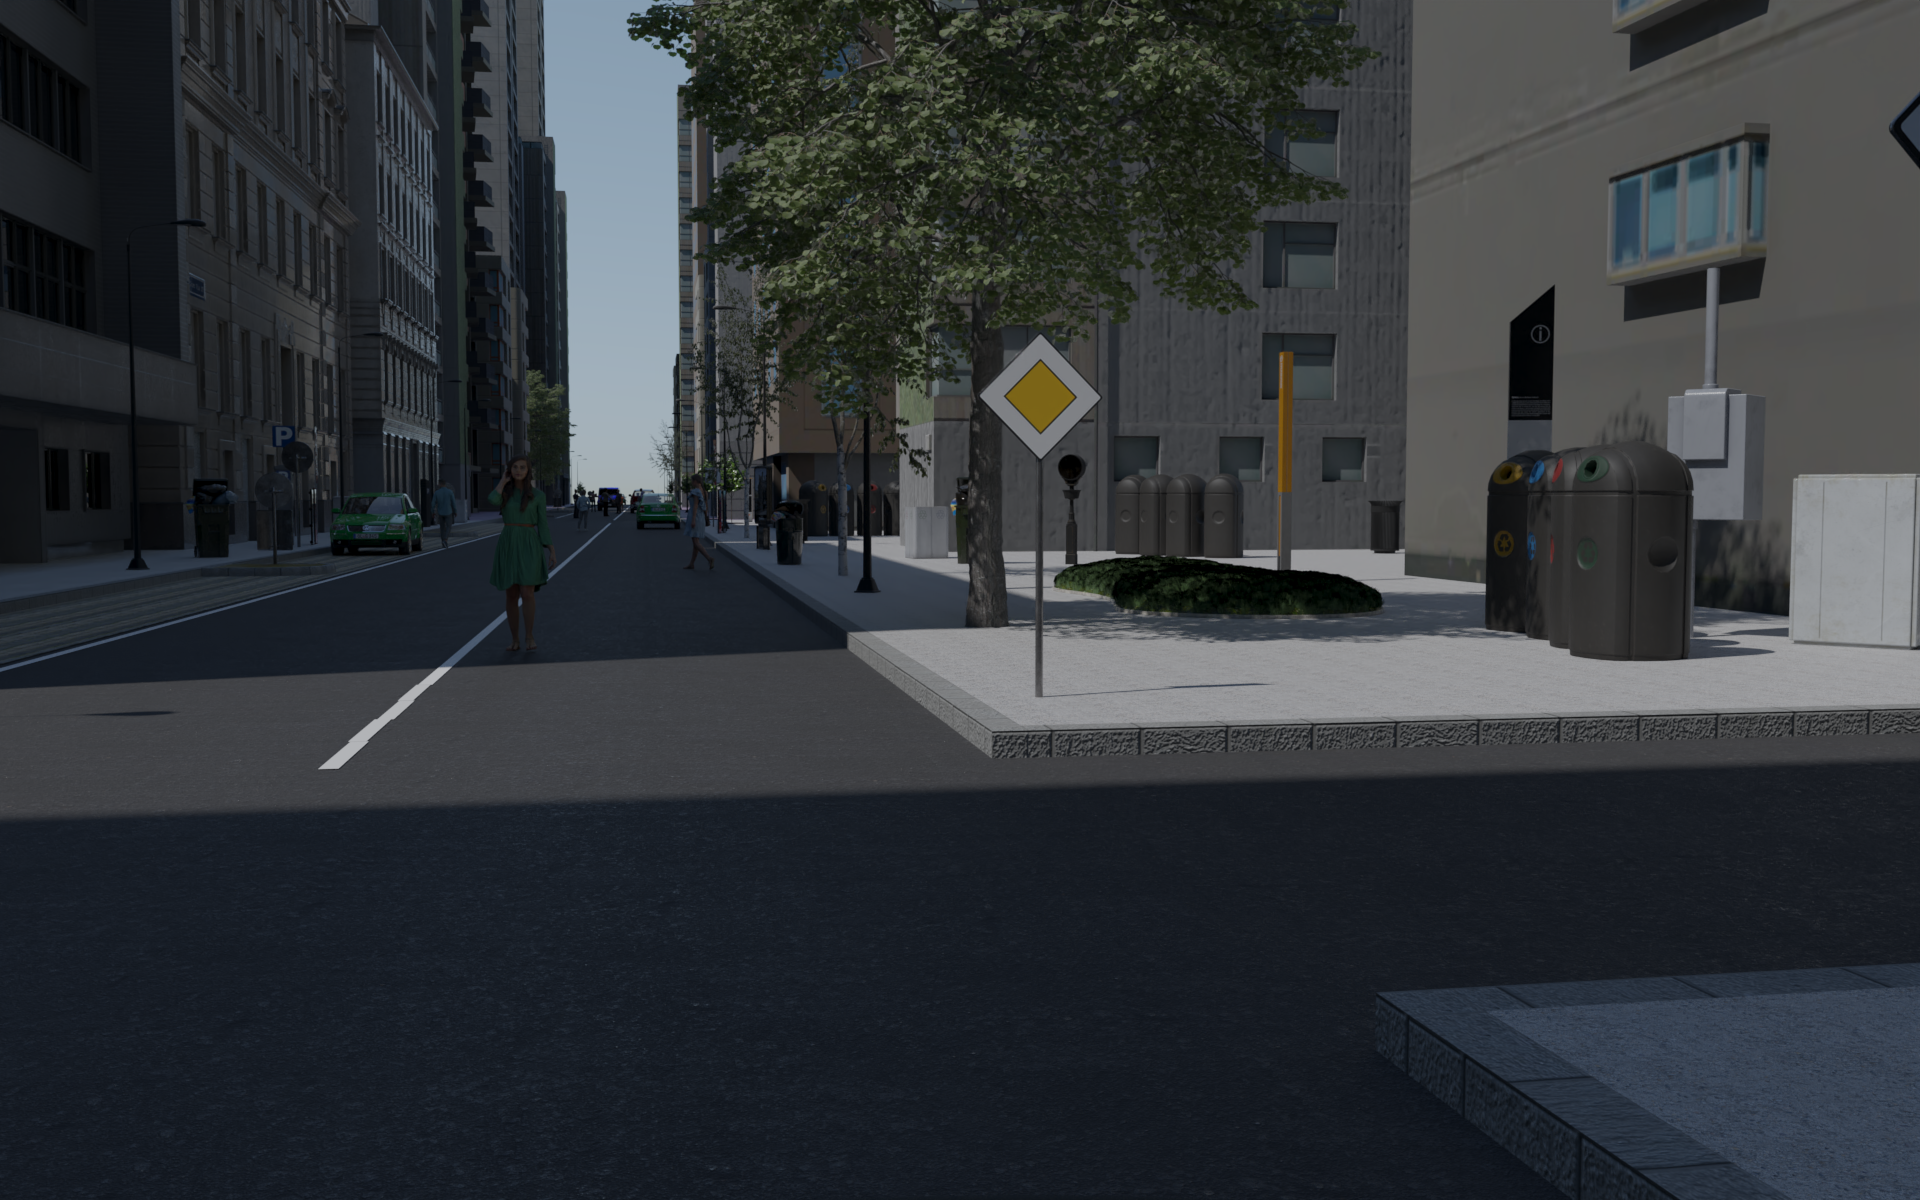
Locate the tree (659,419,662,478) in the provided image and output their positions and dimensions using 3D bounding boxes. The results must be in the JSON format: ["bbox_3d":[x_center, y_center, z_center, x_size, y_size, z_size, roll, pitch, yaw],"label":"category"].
[{"bbox_3d":[-6.223,-6.127,50.540,4.360,8.622,3.978,0,3,0],"label":"tree"}]

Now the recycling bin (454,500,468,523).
[{"bbox_3d":[-22.437,-3.968,77.437,0.722,1.027,0.722,-1,4,-9],"label":"recycling bin"}]

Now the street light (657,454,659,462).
[{"bbox_3d":[-30.586,-12.713,180.397,1.470,5.913,1.316,-1,4,-10],"label":"street light"}]

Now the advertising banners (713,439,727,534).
[{"bbox_3d":[-7.821,-3.680,56.357,0.090,3.025,2.074,0,4,3],"label":"advertising banners"}]

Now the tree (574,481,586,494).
[{"bbox_3d":[-52.704,-15.000,239.844,1.663,3.219,1.824,0,3,0],"label":"tree"}]

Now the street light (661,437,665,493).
[{"bbox_3d":[-23.108,-10.211,139.483,1.470,5.913,1.316,-1,4,-10],"label":"street light"}]

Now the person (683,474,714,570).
[{"bbox_3d":[-4.918,-1.478,32.762,0.778,1.811,0.616,2,4,31],"label":"person"}]

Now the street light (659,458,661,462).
[{"bbox_3d":[-26.765,-11.458,159.883,1.470,5.913,1.316,-1,4,-10],"label":"street light"}]

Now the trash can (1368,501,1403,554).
[{"bbox_3d":[9.186,-1.576,37.426,0.748,1.137,0.748,0,3,0],"label":"trash can"}]

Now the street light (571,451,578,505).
[{"bbox_3d":[-42.165,-13.084,186.457,1.470,5.913,1.316,-1,4,-10],"label":"street light"}]

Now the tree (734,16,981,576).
[{"bbox_3d":[-1.658,-4.678,26.852,4.360,8.622,3.978,0,3,0],"label":"tree"}]

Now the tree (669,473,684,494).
[{"bbox_3d":[-21.742,-8.732,137.377,1.663,3.219,1.824,0,3,0],"label":"tree"}]

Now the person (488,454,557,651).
[{"bbox_3d":[-3.995,-0.430,15.780,0.600,1.795,0.529,-1,4,-18],"label":"person"}]

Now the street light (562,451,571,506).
[{"bbox_3d":[-38.356,-11.831,165.976,1.470,5.913,1.316,-1,4,-10],"label":"street light"}]

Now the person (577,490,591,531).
[{"bbox_3d":[-14.677,-3.504,67.593,0.589,1.601,0.330,1,4,8],"label":"person"}]

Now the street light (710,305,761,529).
[{"bbox_3d":[-5.365,-4.294,42.750,1.470,5.913,1.316,-1,4,-10],"label":"street light"}]

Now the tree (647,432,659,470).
[{"bbox_3d":[-27.823,-13.265,167.245,4.360,8.622,3.978,0,3,0],"label":"tree"}]

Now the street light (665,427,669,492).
[{"bbox_3d":[-19.328,-8.964,119.105,1.470,5.913,1.316,-1,4,-10],"label":"street light"}]

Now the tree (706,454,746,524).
[{"bbox_3d":[-9.991,-4.899,74.704,1.663,3.219,1.824,0,3,0],"label":"tree"}]

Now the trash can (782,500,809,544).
[{"bbox_3d":[-4.258,-2.036,44.943,0.748,1.137,0.748,0,3,0],"label":"trash can"}]

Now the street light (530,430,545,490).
[{"bbox_3d":[-30.975,-9.351,125.437,1.470,5.913,1.316,-1,4,-10],"label":"street light"}]

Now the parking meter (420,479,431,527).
[{"bbox_3d":[-20.710,-3.754,67.091,0.255,1.863,0.399,0,4,7],"label":"parking meter"}]

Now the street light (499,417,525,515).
[{"bbox_3d":[-27.302,-8.104,105.040,1.470,5.913,1.316,-1,4,-10],"label":"street light"}]

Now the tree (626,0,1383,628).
[{"bbox_3d":[0.554,-5.995,16.143,7.486,12.596,7.792,0,3,0],"label":"tree"}]

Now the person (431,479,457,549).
[{"bbox_3d":[-13.658,-2.286,45.732,0.638,1.841,0.748,0,4,4],"label":"person"}]

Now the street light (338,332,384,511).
[{"bbox_3d":[-17.215,-4.722,49.742,1.470,5.913,1.316,-1,4,-10],"label":"street light"}]

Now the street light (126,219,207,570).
[{"bbox_3d":[-13.423,-3.472,29.312,1.470,5.913,1.316,-1,4,-10],"label":"street light"}]

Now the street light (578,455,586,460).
[{"bbox_3d":[-45.854,-14.337,206.952,1.470,5.913,1.316,-1,4,-10],"label":"street light"}]

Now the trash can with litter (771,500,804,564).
[{"bbox_3d":[-3.199,-1.242,31.687,0.624,1.170,1.055,-1,4,-12],"label":"trash can with litter"}]

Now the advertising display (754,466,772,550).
[{"bbox_3d":[-4.558,-2.131,40.057,0.123,1.923,0.974,-2,4,-24],"label":"advertising display"}]

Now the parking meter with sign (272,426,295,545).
[{"bbox_3d":[-16.990,-2.887,43.471,0.543,3.016,1.738,-1,4,-18],"label":"parking meter with sign"}]

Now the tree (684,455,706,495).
[{"bbox_3d":[-12.780,-5.623,86.534,1.663,3.219,1.824,0,3,0],"label":"tree"}]

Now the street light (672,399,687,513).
[{"bbox_3d":[-13.164,-6.862,84.736,1.470,5.913,1.316,-1,4,-10],"label":"street light"}]

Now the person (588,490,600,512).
[{"bbox_3d":[-29.170,-7.863,137.768,1.217,1.736,0.721,-1,4,-17],"label":"person"}]

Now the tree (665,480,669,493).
[{"bbox_3d":[-31.987,-12.055,191.705,1.663,3.219,1.824,0,3,0],"label":"tree"}]

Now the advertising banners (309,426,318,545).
[{"bbox_3d":[-16.522,-2.943,44.308,0.090,3.025,2.074,-1,4,-15],"label":"advertising banners"}]

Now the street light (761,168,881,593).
[{"bbox_3d":[-1.742,-3.046,22.344,1.470,5.913,1.316,-1,4,-10],"label":"street light"}]

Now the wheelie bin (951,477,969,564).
[{"bbox_3d":[0.286,-1.468,31.902,0.980,1.594,0.693,1,4,10],"label":"wheelie bin"}]

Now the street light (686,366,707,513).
[{"bbox_3d":[-9.125,-5.541,63.131,1.470,5.913,1.316,-1,4,-10],"label":"street light"}]

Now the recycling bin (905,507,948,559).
[{"bbox_3d":[-0.666,-1.348,34.597,0.722,1.027,0.722,-1,4,-17],"label":"recycling bin"}]

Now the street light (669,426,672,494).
[{"bbox_3d":[-15.685,-7.716,98.703,1.470,5.913,1.316,-1,4,-10],"label":"street light"}]

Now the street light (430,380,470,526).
[{"bbox_3d":[-20.873,-5.978,70.277,1.470,5.913,1.316,-1,4,-10],"label":"street light"}]

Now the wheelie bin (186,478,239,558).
[{"bbox_3d":[-15.130,-1.663,35.095,0.980,1.594,0.693,-2,4,-30],"label":"wheelie bin"}]

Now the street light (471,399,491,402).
[{"bbox_3d":[-23.610,-6.857,84.646,1.470,5.913,1.316,-1,4,-10],"label":"street light"}]

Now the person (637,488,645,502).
[{"bbox_3d":[-21.647,-6.660,117.261,0.599,1.838,0.709,1,4,12],"label":"person"}]

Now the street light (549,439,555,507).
[{"bbox_3d":[-34.757,-10.598,145.814,1.470,5.913,1.316,-1,4,-10],"label":"street light"}]
